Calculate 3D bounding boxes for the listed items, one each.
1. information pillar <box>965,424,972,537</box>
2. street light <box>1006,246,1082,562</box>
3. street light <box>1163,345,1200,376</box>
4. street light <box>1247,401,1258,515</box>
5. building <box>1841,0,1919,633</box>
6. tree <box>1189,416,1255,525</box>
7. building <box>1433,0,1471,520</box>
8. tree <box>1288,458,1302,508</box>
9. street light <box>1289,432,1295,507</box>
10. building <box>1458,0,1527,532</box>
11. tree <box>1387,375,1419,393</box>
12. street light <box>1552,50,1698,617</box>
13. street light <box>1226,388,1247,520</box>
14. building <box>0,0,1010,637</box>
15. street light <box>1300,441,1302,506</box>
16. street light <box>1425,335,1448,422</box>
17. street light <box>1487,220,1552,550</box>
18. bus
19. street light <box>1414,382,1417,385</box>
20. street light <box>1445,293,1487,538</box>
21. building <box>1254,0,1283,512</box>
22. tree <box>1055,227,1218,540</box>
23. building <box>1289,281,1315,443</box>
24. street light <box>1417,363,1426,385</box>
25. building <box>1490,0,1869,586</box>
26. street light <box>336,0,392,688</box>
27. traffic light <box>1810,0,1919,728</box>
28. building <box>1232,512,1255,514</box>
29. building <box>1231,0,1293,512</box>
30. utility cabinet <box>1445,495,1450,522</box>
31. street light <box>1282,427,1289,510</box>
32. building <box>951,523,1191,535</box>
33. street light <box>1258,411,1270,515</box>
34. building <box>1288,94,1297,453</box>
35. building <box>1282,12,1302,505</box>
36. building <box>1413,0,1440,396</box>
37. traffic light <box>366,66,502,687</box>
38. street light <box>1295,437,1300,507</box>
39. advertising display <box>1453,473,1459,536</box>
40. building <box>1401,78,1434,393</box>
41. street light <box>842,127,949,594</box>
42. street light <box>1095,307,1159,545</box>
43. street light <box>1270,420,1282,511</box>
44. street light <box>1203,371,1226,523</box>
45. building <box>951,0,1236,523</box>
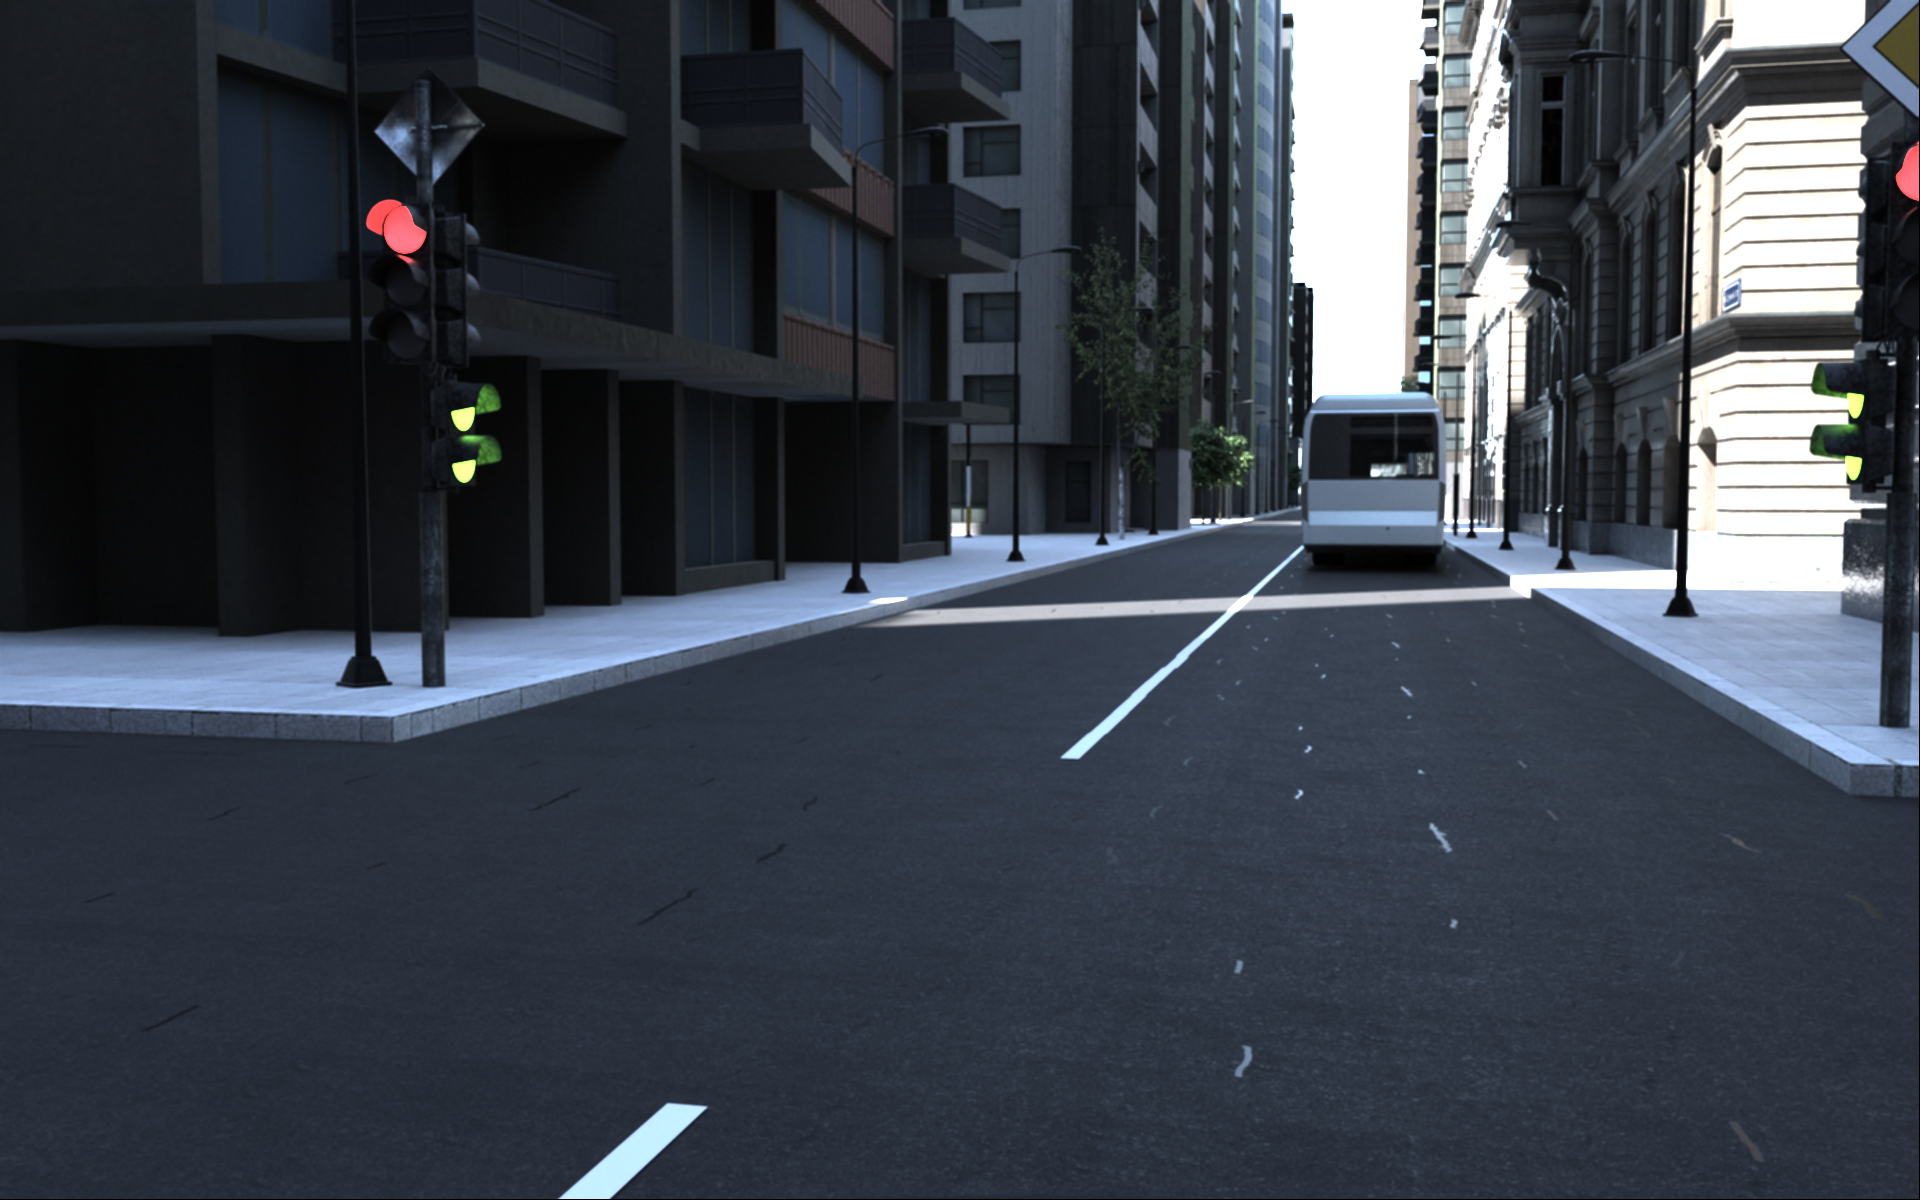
[{"bbox_3d":[0.262,-3.674,51.424,0.183,3.616,0.504,0,4,6],"label":"information pillar"},{"bbox_3d":[1.591,-3.682,32.739,1.470,5.913,1.316,1,4,13],"label":"street light"},{"bbox_3d":[6.621,-4.999,54.269,1.470,5.913,1.316,1,4,13],"label":"street light"},{"bbox_3d":[13.923,-6.958,86.296,1.470,5.913,1.316,1,4,13],"label":"street light"},{"bbox_3d":[17.387,-11.149,11.164,19.941,23.489,11.050,1,4,13],"label":"building"},{"bbox_3d":[10.113,-5.428,72.454,4.285,4.588,4.351,0,3,0],"label":"tree"},{"bbox_3d":[31.916,-19.463,89.923,14.160,30.474,14.107,1,4,13],"label":"building"},{"bbox_3d":[30.389,-10.771,159.821,4.285,4.588,4.351,0,3,0],"label":"tree"},{"bbox_3d":[24.200,-9.646,130.260,1.470,5.913,1.316,1,4,13],"label":"street light"},{"bbox_3d":[26.533,-16.562,68.054,12.463,27.353,25.104,1,4,13],"label":"building"},{"bbox_3d":[42.500,-15.122,165.367,7.486,12.596,7.792,0,3,0],"label":"tree"},{"bbox_3d":[7.065,-2.792,18.194,1.470,5.913,1.316,1,4,13],"label":"street light"},{"bbox_3d":[11.713,-6.345,76.277,1.470,5.913,1.316,1,4,13],"label":"street light"},{"bbox_3d":[-11.427,-22.899,29.032,22.147,44.769,28.867,1,4,13],"label":"building"},{"bbox_3d":[29.229,-10.962,151.772,1.470,5.913,1.316,1,4,13],"label":"street light"},{"bbox_3d":[14.441,-4.776,50.629,1.470,5.913,1.316,1,4,13],"label":"street light"},{"bbox_3d":[9.773,-3.478,29.414,1.470,5.913,1.316,1,4,13],"label":"street light"},{"bbox_3d":[9.123,-2.635,37.938,2.948,3.499,13.247,1,4,14],"label":"bus"},{"bbox_3d":[19.487,-6.067,71.739,1.470,5.913,1.316,1,4,13],"label":"street light"},{"bbox_3d":[12.091,-4.124,39.965,1.470,5.913,1.316,1,4,13],"label":"street light"},{"bbox_3d":[12.614,-35.897,128.908,21.231,58.520,28.212,1,4,13],"label":"building"},{"bbox_3d":[4.775,-5.998,48.434,4.737,8.622,4.395,0,3,0],"label":"tree"},{"bbox_3d":[40.315,-28.240,233.426,14.160,30.474,14.107,1,4,13],"label":"building"},{"bbox_3d":[16.992,-5.424,61.229,1.470,5.913,1.316,1,4,13],"label":"street light"},{"bbox_3d":[19.720,-13.454,39.061,14.460,24.649,34.723,1,4,13],"label":"building"},{"bbox_3d":[-3.473,-2.372,11.316,1.470,5.913,1.316,1,4,13],"label":"street light"},{"bbox_3d":[5.144,-1.256,9.455,0.839,4.253,0.868,1,4,13],"label":"traffic light"},{"bbox_3d":[11.100,-25.965,108.119,14.154,41.232,14.086,1,4,13],"label":"building"},{"bbox_3d":[21.038,-28.475,149.159,14.154,41.232,14.086,1,4,13],"label":"building"},{"bbox_3d":[22.218,-4.160,79.178,0.306,1.237,1.020,1,4,12],"label":"utility cabinet"},{"bbox_3d":[21.769,-9.003,119.735,1.470,5.913,1.316,1,4,13],"label":"street light"},{"bbox_3d":[0.394,-17.621,59.809,14.160,30.474,14.107,1,4,13],"label":"building"},{"bbox_3d":[16.488,-7.642,97.487,1.470,5.913,1.316,1,4,13],"label":"street light"},{"bbox_3d":[23.729,-32.274,182.303,22.147,44.769,28.867,1,4,13],"label":"building"},{"bbox_3d":[30.864,-54.921,210.634,22.319,86.520,31.000,1,4,13],"label":"building"},{"bbox_3d":[48.231,-29.656,139.498,22.147,44.769,28.867,1,4,13],"label":"building"},{"bbox_3d":[-3.494,-1.377,11.431,0.839,4.253,0.868,1,4,13],"label":"traffic light"},{"bbox_3d":[26.721,-10.320,141.265,1.470,5.913,1.316,1,4,13],"label":"street light"},{"bbox_3d":[15.397,-2.969,53.750,0.123,1.923,0.974,1,4,18],"label":"advertising display"},{"bbox_3d":[53.748,-32.533,182.018,14.600,45.320,14.200,1,4,13],"label":"building"},{"bbox_3d":[-0.825,-3.038,22.210,1.470,5.913,1.316,1,4,13],"label":"street light"},{"bbox_3d":[4.099,-4.324,43.246,1.470,5.913,1.316,1,4,13],"label":"street light"},{"bbox_3d":[19.170,-8.307,108.353,1.470,5.913,1.316,1,4,13],"label":"street light"},{"bbox_3d":[9.154,-5.696,65.666,1.470,5.913,1.316,1,4,13],"label":"street light"},{"bbox_3d":[7.217,-19.679,93.446,14.160,30.474,14.107,1,4,13],"label":"building"}]
